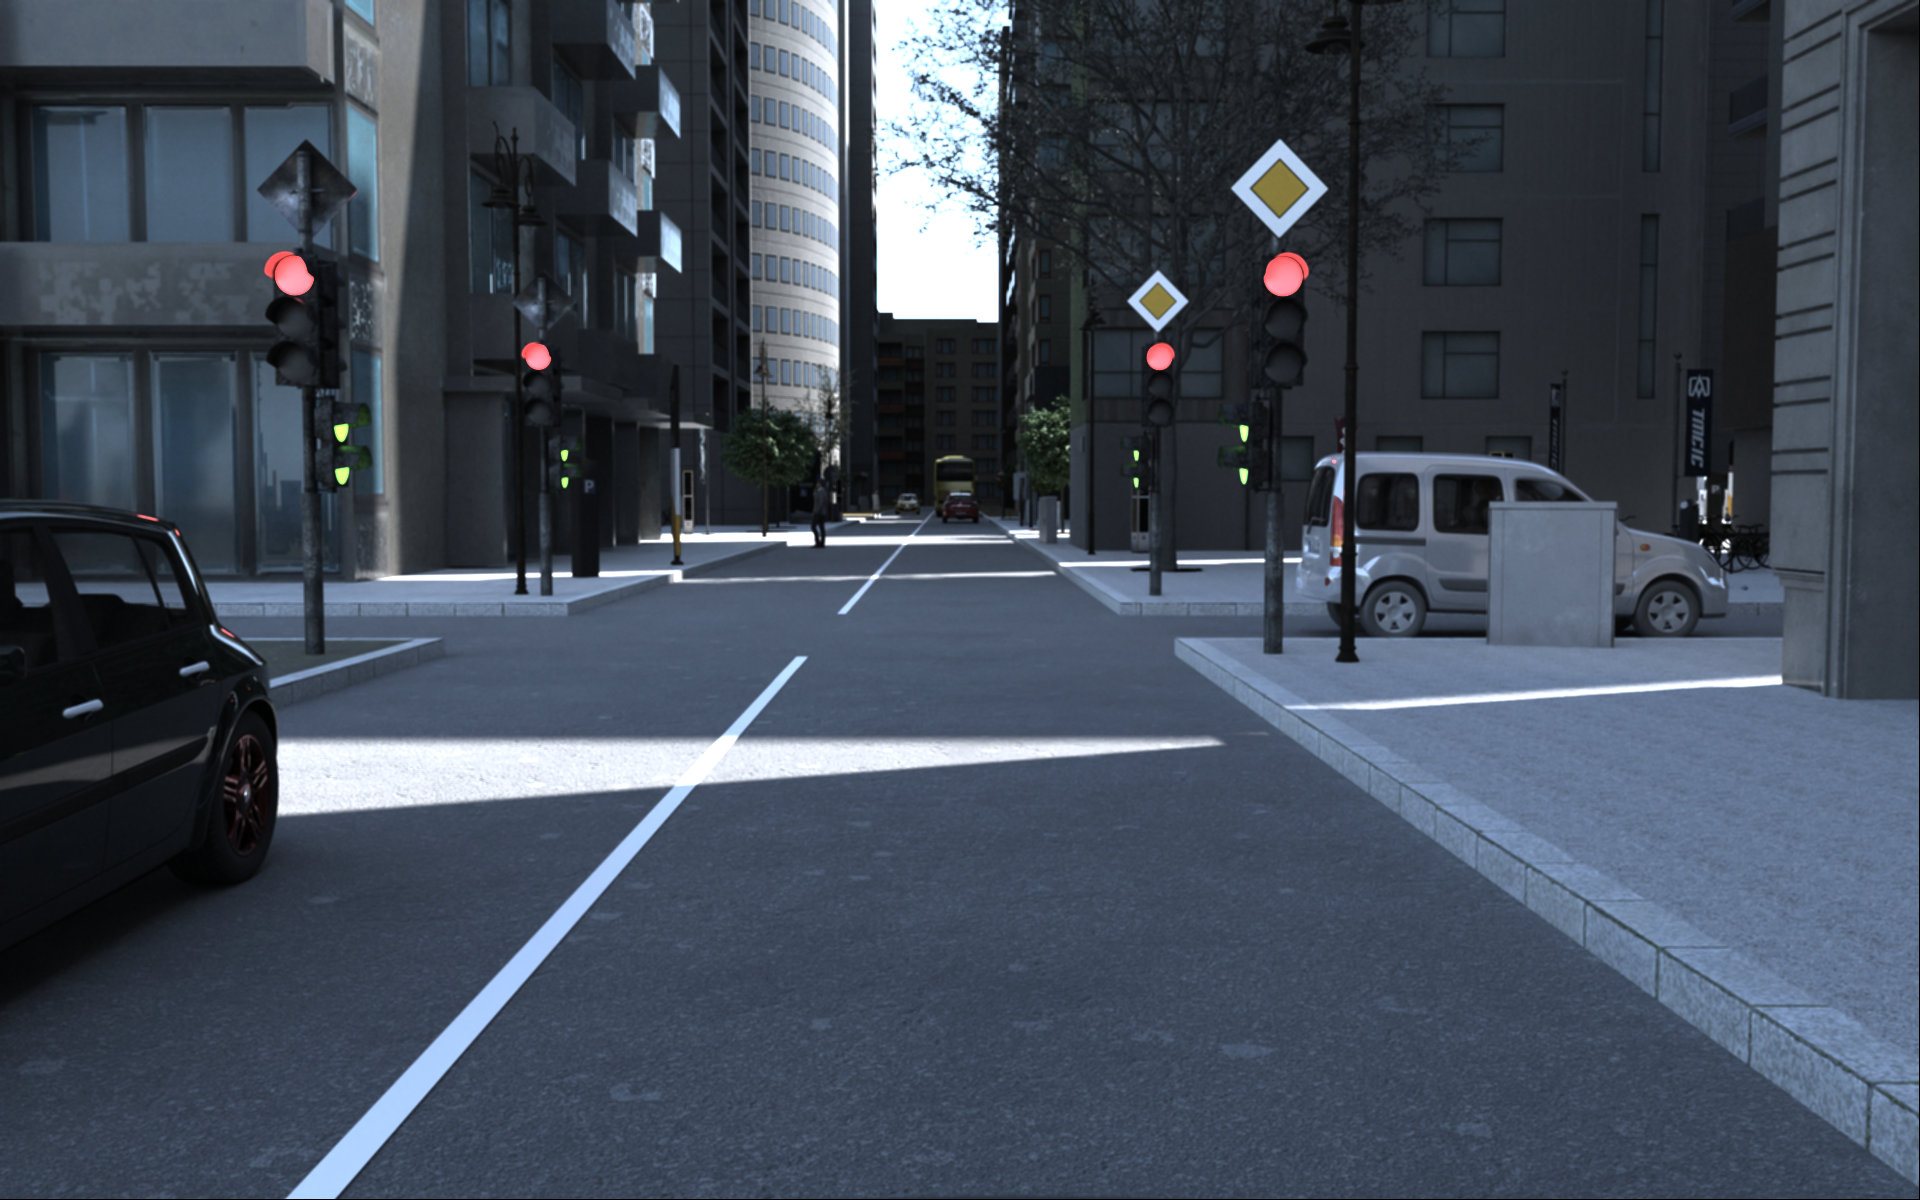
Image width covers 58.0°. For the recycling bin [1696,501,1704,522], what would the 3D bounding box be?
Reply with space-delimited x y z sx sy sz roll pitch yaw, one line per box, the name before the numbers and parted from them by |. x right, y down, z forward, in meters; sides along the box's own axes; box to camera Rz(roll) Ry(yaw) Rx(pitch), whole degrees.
recycling bin | 27.158 -3.177 64.500 0.722 1.027 0.722 -2 4 -28

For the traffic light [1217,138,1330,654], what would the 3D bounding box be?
traffic light | 2.503 -1.524 13.835 0.839 4.253 0.868 0 4 0

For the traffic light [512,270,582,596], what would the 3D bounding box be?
traffic light | -5.204 -2.009 21.760 0.839 4.253 0.868 0 4 0

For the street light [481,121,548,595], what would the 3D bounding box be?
street light | -5.614 -3.010 22.001 0.468 5.910 1.993 0 4 0

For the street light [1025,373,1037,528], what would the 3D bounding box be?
street light | 2.707 -5.700 65.982 0.468 5.910 1.993 0 4 0

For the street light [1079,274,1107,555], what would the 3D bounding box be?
street light | 2.789 -3.900 36.557 0.468 5.910 1.993 0 4 0

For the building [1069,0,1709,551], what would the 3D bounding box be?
building | 9.808 -22.091 44.781 14.154 41.232 14.086 0 4 0

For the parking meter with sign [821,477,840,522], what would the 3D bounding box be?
parking meter with sign | -6.339 -5.064 79.051 1.738 3.016 0.543 1 4 15

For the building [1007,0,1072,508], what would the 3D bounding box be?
building | 15.222 -31.926 141.595 23.786 49.044 30.456 0 4 0

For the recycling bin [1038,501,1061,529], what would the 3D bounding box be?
recycling bin | 3.251 -3.082 62.938 0.722 1.027 0.722 1 4 11

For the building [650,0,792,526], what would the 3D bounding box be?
building | -18.134 -39.148 78.322 20.563 71.187 20.611 0 4 0

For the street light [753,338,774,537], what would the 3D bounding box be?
street light | -5.826 -4.810 51.426 0.468 5.910 1.993 0 4 0

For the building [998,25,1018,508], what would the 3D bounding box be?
building | 10.671 -31.429 163.969 14.600 45.320 14.200 0 4 0

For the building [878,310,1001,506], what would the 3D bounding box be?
building | -9.267 -21.419 195.242 28.899 21.520 27.650 0 4 0

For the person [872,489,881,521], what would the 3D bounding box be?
person | -4.525 -5.156 93.555 0.466 1.731 0.760 0 4 6

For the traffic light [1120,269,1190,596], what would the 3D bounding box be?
traffic light | 2.457 -2.012 21.820 0.839 4.253 0.868 0 4 0

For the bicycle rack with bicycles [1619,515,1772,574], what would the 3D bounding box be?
bicycle rack with bicycles | 13.000 -0.950 28.918 2.925 0.926 2.852 0 4 -5

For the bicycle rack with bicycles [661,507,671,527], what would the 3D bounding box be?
bicycle rack with bicycles | -12.395 -3.359 68.303 2.925 0.926 2.852 0 4 -7

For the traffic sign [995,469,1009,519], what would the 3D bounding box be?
traffic sign | 2.197 -5.438 89.019 0.768 2.556 0.104 0 4 3

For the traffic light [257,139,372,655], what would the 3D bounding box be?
traffic light | -5.158 -1.520 13.775 0.839 4.253 0.868 0 4 0

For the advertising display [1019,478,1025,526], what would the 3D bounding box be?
advertising display | 2.463 -3.896 68.907 0.123 1.923 0.974 0 4 7

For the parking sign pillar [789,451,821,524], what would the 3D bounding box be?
parking sign pillar | -6.660 -5.278 74.774 1.447 3.967 1.447 2 4 26

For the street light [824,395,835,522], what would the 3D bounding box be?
street light | -6.077 -6.609 80.850 0.468 5.910 1.993 0 4 0

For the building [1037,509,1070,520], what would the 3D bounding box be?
building | 14.906 -46.916 79.752 22.319 86.520 31.000 0 4 0

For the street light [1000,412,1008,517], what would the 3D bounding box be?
street light | 2.435 -7.534 95.975 0.468 5.910 1.993 0 4 0

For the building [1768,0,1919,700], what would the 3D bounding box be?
building | 10.564 -10.102 1.332 11.583 22.565 21.152 0 4 0

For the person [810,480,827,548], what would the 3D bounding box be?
person | -3.770 -2.292 46.150 0.473 1.802 0.592 1 4 22

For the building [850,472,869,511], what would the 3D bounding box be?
building | -23.695 -27.228 137.052 32.217 40.220 23.993 0 4 0

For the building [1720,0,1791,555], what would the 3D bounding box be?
building | 23.674 -23.211 29.616 14.200 45.320 14.600 0 4 0

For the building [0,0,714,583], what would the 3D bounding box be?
building | -18.364 -25.480 36.214 23.786 49.044 30.456 0 4 0

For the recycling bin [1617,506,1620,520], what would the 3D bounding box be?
recycling bin | 34.224 -4.694 89.305 0.722 1.027 0.722 1 4 12

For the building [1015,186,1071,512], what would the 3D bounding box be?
building | 17.953 -16.333 112.088 27.650 21.520 28.899 0 4 0

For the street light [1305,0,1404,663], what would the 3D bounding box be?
street light | 2.966 -2.465 13.088 0.468 5.910 1.993 0 4 0

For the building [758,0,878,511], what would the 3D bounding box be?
building | -21.839 -37.816 160.290 28.212 58.520 21.231 0 4 0

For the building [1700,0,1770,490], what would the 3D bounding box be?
building | 67.503 -44.187 160.707 20.611 71.187 20.563 0 4 0
